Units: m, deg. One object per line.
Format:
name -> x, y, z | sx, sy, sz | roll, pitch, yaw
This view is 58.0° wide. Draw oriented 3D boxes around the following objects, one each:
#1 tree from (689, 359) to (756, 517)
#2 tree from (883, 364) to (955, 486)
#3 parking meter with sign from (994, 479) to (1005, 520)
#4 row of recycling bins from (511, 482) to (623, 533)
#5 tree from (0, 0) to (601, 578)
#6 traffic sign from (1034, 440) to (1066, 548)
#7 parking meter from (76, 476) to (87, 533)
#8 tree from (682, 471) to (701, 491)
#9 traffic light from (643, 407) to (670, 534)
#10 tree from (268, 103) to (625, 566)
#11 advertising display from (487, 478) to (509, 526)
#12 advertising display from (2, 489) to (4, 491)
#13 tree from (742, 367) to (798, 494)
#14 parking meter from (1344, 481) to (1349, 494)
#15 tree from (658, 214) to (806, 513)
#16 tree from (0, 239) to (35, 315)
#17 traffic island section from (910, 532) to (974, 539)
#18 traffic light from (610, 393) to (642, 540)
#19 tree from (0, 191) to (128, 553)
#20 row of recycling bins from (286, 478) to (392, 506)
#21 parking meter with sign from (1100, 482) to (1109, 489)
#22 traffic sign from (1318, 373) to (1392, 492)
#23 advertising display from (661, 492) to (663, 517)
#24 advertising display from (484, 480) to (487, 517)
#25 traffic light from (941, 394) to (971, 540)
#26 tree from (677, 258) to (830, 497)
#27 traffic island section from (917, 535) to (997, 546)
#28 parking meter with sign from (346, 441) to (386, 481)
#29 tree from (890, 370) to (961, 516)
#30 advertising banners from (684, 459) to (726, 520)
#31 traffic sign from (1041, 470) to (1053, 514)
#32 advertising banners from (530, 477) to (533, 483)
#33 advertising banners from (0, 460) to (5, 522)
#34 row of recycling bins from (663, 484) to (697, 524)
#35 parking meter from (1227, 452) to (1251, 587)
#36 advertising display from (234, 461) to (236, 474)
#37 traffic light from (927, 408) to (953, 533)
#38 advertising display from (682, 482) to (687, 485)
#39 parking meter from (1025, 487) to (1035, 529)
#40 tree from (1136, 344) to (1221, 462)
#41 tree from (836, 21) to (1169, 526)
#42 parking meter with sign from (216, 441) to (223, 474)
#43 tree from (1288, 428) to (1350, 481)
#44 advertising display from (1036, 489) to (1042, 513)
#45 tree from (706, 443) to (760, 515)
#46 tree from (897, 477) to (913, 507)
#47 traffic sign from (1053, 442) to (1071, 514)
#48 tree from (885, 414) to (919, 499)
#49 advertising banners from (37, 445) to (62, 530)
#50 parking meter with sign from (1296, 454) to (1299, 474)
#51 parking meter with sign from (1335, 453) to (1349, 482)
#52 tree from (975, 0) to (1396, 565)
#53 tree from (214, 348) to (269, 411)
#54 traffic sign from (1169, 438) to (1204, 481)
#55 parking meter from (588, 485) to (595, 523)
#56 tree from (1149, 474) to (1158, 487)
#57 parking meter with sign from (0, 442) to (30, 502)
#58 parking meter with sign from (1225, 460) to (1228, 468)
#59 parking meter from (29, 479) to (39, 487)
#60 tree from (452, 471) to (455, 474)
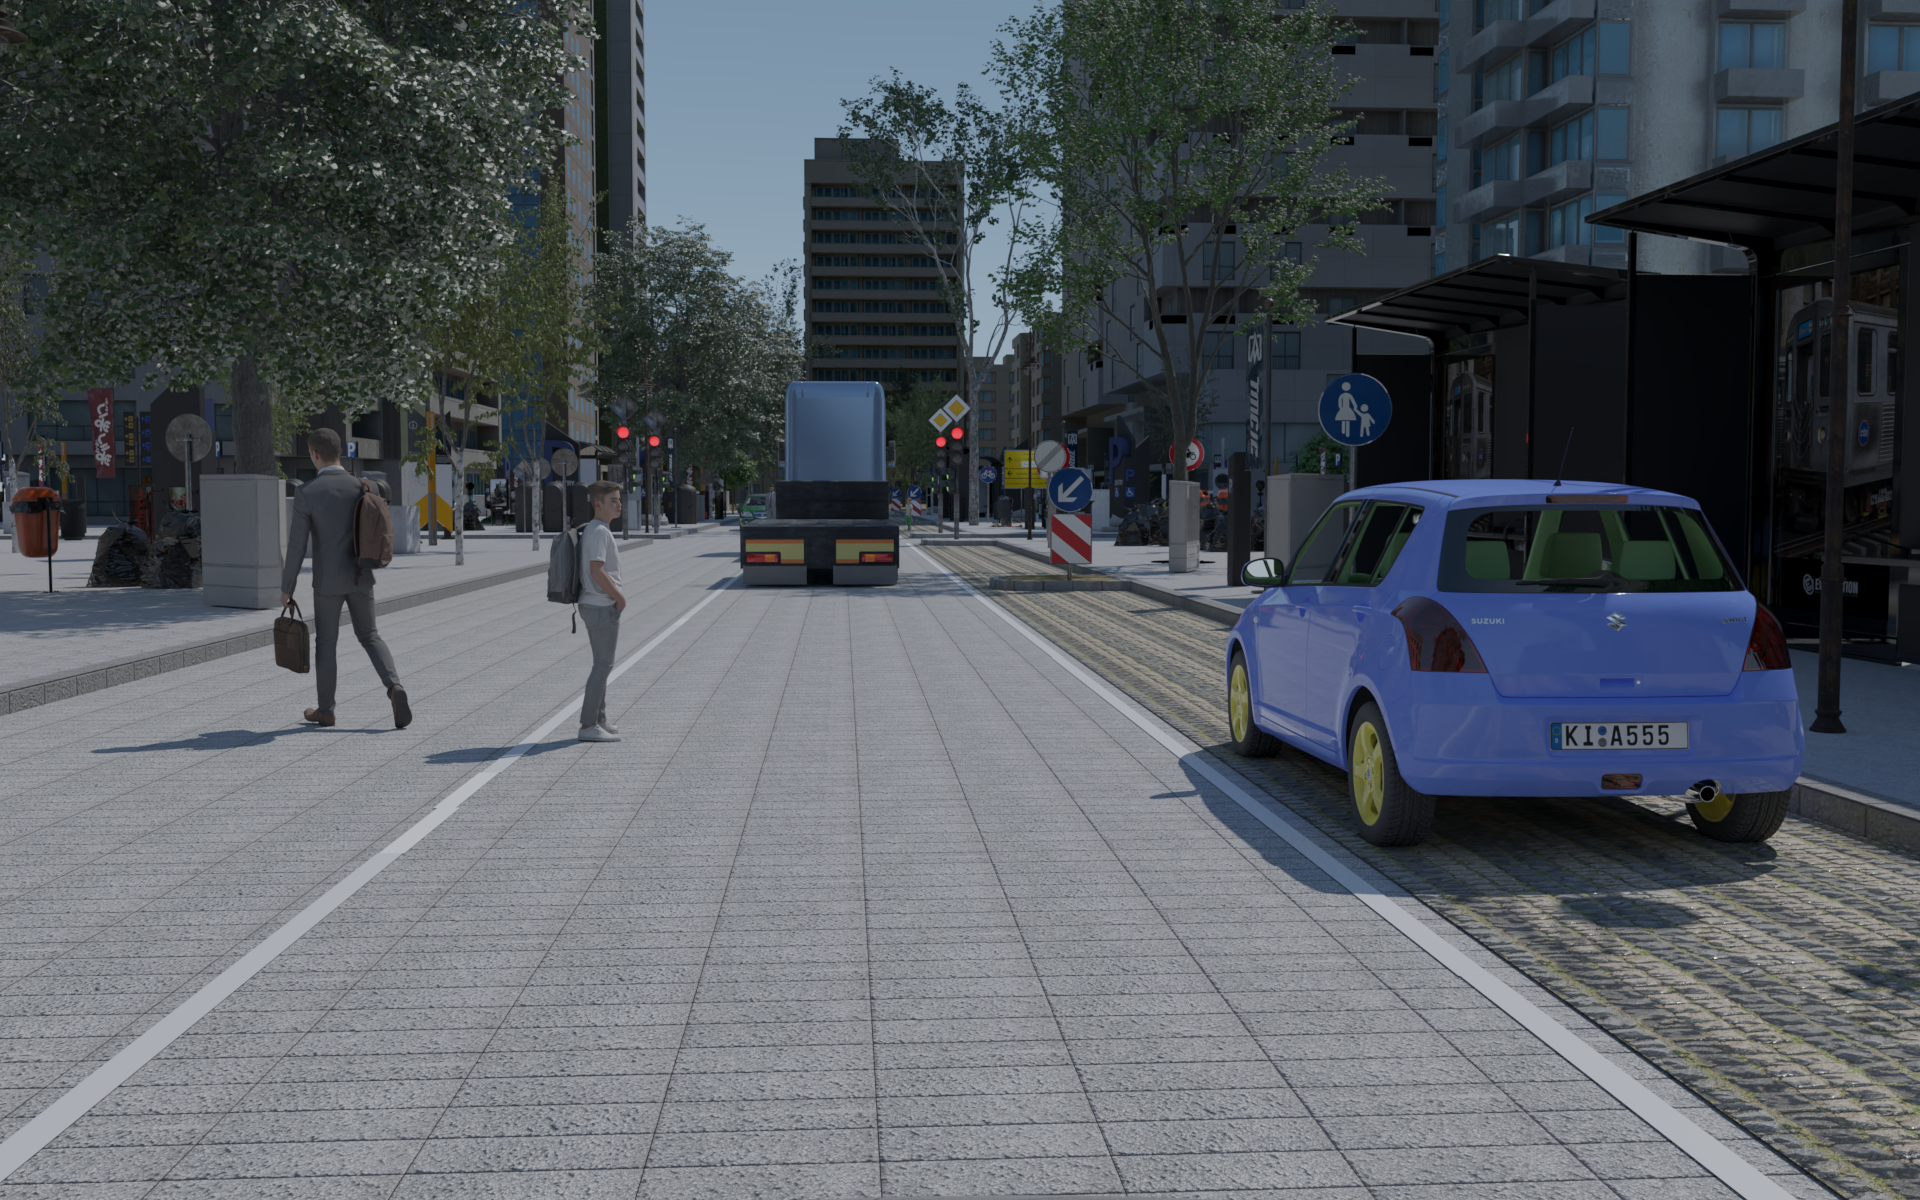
tree -> -12.955, -8.641, 91.649 | 4.360, 8.622, 3.978 | 0, 3, 0
tree -> -3.358, -11.567, 123.540 | 8.767, 10.594, 7.601 | -3, 5, -44
parking meter with sign -> 2.551, -5.514, 86.417 | 1.738, 3.016, 0.543 | 1, 4, 19
row of recycling bins -> -13.169, -3.133, 58.335 | 3.534, 1.692, 1.069 | -1, 4, -12
tree -> -8.762, -7.010, 21.265 | 9.857, 13.997, 8.962 | 0, 3, 0
traffic sign -> 2.127, -2.511, 41.164 | 0.768, 2.556, 0.104 | 0, 4, -2
parking meter -> -28.705, -3.112, 56.586 | 0.255, 1.863, 0.399 | -2, 4, -28
tree -> -19.889, -8.152, 127.881 | 1.663, 3.219, 1.824 | 0, 3, 0
traffic light -> -9.847, -4.112, 56.145 | 0.839, 4.253, 0.868 | 0, 4, -4
tree -> -8.916, -4.938, 31.104 | 4.737, 8.622, 4.395 | 0, 3, 0
advertising display -> -18.634, -3.966, 70.059 | 0.974, 1.923, 0.123 | 2, 4, 31
advertising display -> -70.291, -7.464, 127.246 | 0.123, 1.923, 0.974 | -2, 4, -32
tree -> -17.264, -14.776, 151.965 | 12.009, 13.543, 11.850 | 0, 3, 0
parking meter -> 6.409, -1.263, 29.056 | 0.372, 1.533, 0.369 | 0, 3, 0
tree -> -12.845, -10.544, 79.047 | 9.857, 13.997, 8.962 | 0, 3, 0
tree -> -17.808, -4.775, 28.433 | 4.737, 8.622, 4.395 | 0, 3, 0
traffic island section -> -0.618, -2.117, 56.901 | 2.009, 0.180, 2.903 | 0, 4, -4
traffic light -> -9.304, -3.624, 48.178 | 0.839, 4.253, 0.868 | 0, 4, -4
tree -> -20.304, -5.326, 37.443 | 4.360, 8.622, 3.978 | 0, 3, 0
row of recycling bins -> -16.621, -2.377, 45.975 | 3.534, 1.692, 1.069 | 1, 4, 20
parking meter with sign -> 9.642, -7.243, 114.679 | 1.738, 3.016, 0.543 | 1, 4, 10
traffic sign -> 4.157, -1.114, 18.320 | 0.768, 2.556, 0.104 | 0, 4, 4
advertising display -> -17.286, -5.688, 98.209 | 0.974, 1.923, 0.123 | -3, 4, -37
advertising display -> -21.549, -4.586, 80.190 | 0.974, 1.923, 0.123 | -3, 5, -45
traffic light -> -0.116, -3.663, 48.818 | 0.839, 4.253, 0.868 | 0, 4, -4
tree -> -15.372, -17.240, 137.761 | 12.611, 20.169, 13.585 | 0, 3, 0
traffic island section -> -0.075, -1.630, 48.934 | 2.009, 0.180, 2.903 | 0, 4, -4
parking meter with sign -> -19.608, -3.778, 58.036 | 0.543, 3.016, 1.738 | 3, 4, 37
tree -> -1.897, -9.290, 102.254 | 4.737, 8.622, 4.395 | 0, 3, 0
advertising banners -> -12.840, -5.562, 87.122 | 2.074, 3.025, 0.090 | 0, 4, 1
traffic sign -> 2.390, -2.625, 45.051 | 0.606, 2.300, 0.079 | 0, 4, 5
advertising banners -> -30.018, -7.850, 124.531 | 0.090, 3.025, 2.074 | 3, 4, 36
advertising banners -> -49.079, -5.726, 89.808 | 0.090, 3.025, 2.074 | 0, 4, 5
row of recycling bins -> -11.991, -4.148, 74.937 | 1.069, 1.692, 3.534 | -1, 4, -17
parking meter -> 3.895, -1.129, 24.169 | 0.255, 1.863, 0.399 | 0, 4, -5
advertising display -> -13.538, -1.710, 33.171 | 0.123, 1.923, 0.974 | 1, 4, 12
traffic light -> -0.658, -4.151, 56.784 | 0.839, 4.253, 0.868 | 0, 4, -4
advertising display -> -15.071, -5.458, 94.459 | 0.974, 1.923, 0.123 | 0, 4, -6
parking meter -> 2.539, -3.341, 63.042 | 0.372, 1.533, 0.369 | 0, 3, 0
tree -> 10.807, -8.178, 84.081 | 4.360, 8.622, 3.978 | 0, 3, 0
tree -> 1.830, -13.039, 69.078 | 12.611, 20.169, 13.585 | 0, 3, 0
parking meter with sign -> -24.892, -3.667, 56.219 | 1.738, 3.016, 0.543 | -3, 4, -39
tree -> 17.215, -5.972, 81.348 | 4.285, 4.588, 4.351 | 0, 3, 0
advertising display -> 5.255, -6.931, 118.534 | 0.123, 1.923, 0.974 | -3, 4, -39
tree -> -14.261, -7.603, 108.021 | 4.285, 4.588, 4.351 | 0, 3, 0
tree -> -5.519, -10.962, 173.824 | 1.663, 3.219, 1.824 | 0, 3, 0
traffic sign -> 2.305, -2.573, 42.171 | 0.768, 2.556, 0.104 | 0, 4, -3
tree -> -7.691, -17.792, 209.021 | 7.486, 12.596, 7.792 | 0, 3, 0
advertising banners -> -32.319, -3.992, 61.462 | 0.090, 3.025, 2.074 | 0, 4, -8
parking meter with sign -> 15.657, -4.885, 76.133 | 1.738, 3.016, 0.543 | 1, 4, 15
parking meter with sign -> 16.894, -4.742, 73.798 | 1.738, 3.016, 0.543 | -1, 4, -11
tree -> 4.138, -6.493, 31.910 | 9.928, 11.665, 9.643 | 0, 3, 0
tree -> -26.305, -7.057, 65.739 | 4.737, 8.622, 4.395 | 0, 3, 0
traffic sign -> 4.994, -2.333, 38.245 | 0.768, 2.556, 0.104 | 0, 4, 1
parking meter -> -9.115, -2.135, 43.313 | 0.372, 1.533, 0.369 | 0, 3, 0
tree -> 9.134, -5.769, 88.918 | 1.663, 3.219, 1.824 | 0, 3, 0
parking meter with sign -> -31.901, -3.817, 58.662 | 0.543, 3.016, 1.738 | 1, 4, 19
parking meter with sign -> 13.597, -5.670, 88.963 | 0.543, 3.016, 1.738 | -1, 4, -12
parking meter -> -36.568, -3.831, 68.356 | 0.399, 1.863, 0.255 | 0, 4, 0
tree -> -24.038, -5.213, 79.837 | 1.663, 3.219, 1.824 | 0, 3, 0
